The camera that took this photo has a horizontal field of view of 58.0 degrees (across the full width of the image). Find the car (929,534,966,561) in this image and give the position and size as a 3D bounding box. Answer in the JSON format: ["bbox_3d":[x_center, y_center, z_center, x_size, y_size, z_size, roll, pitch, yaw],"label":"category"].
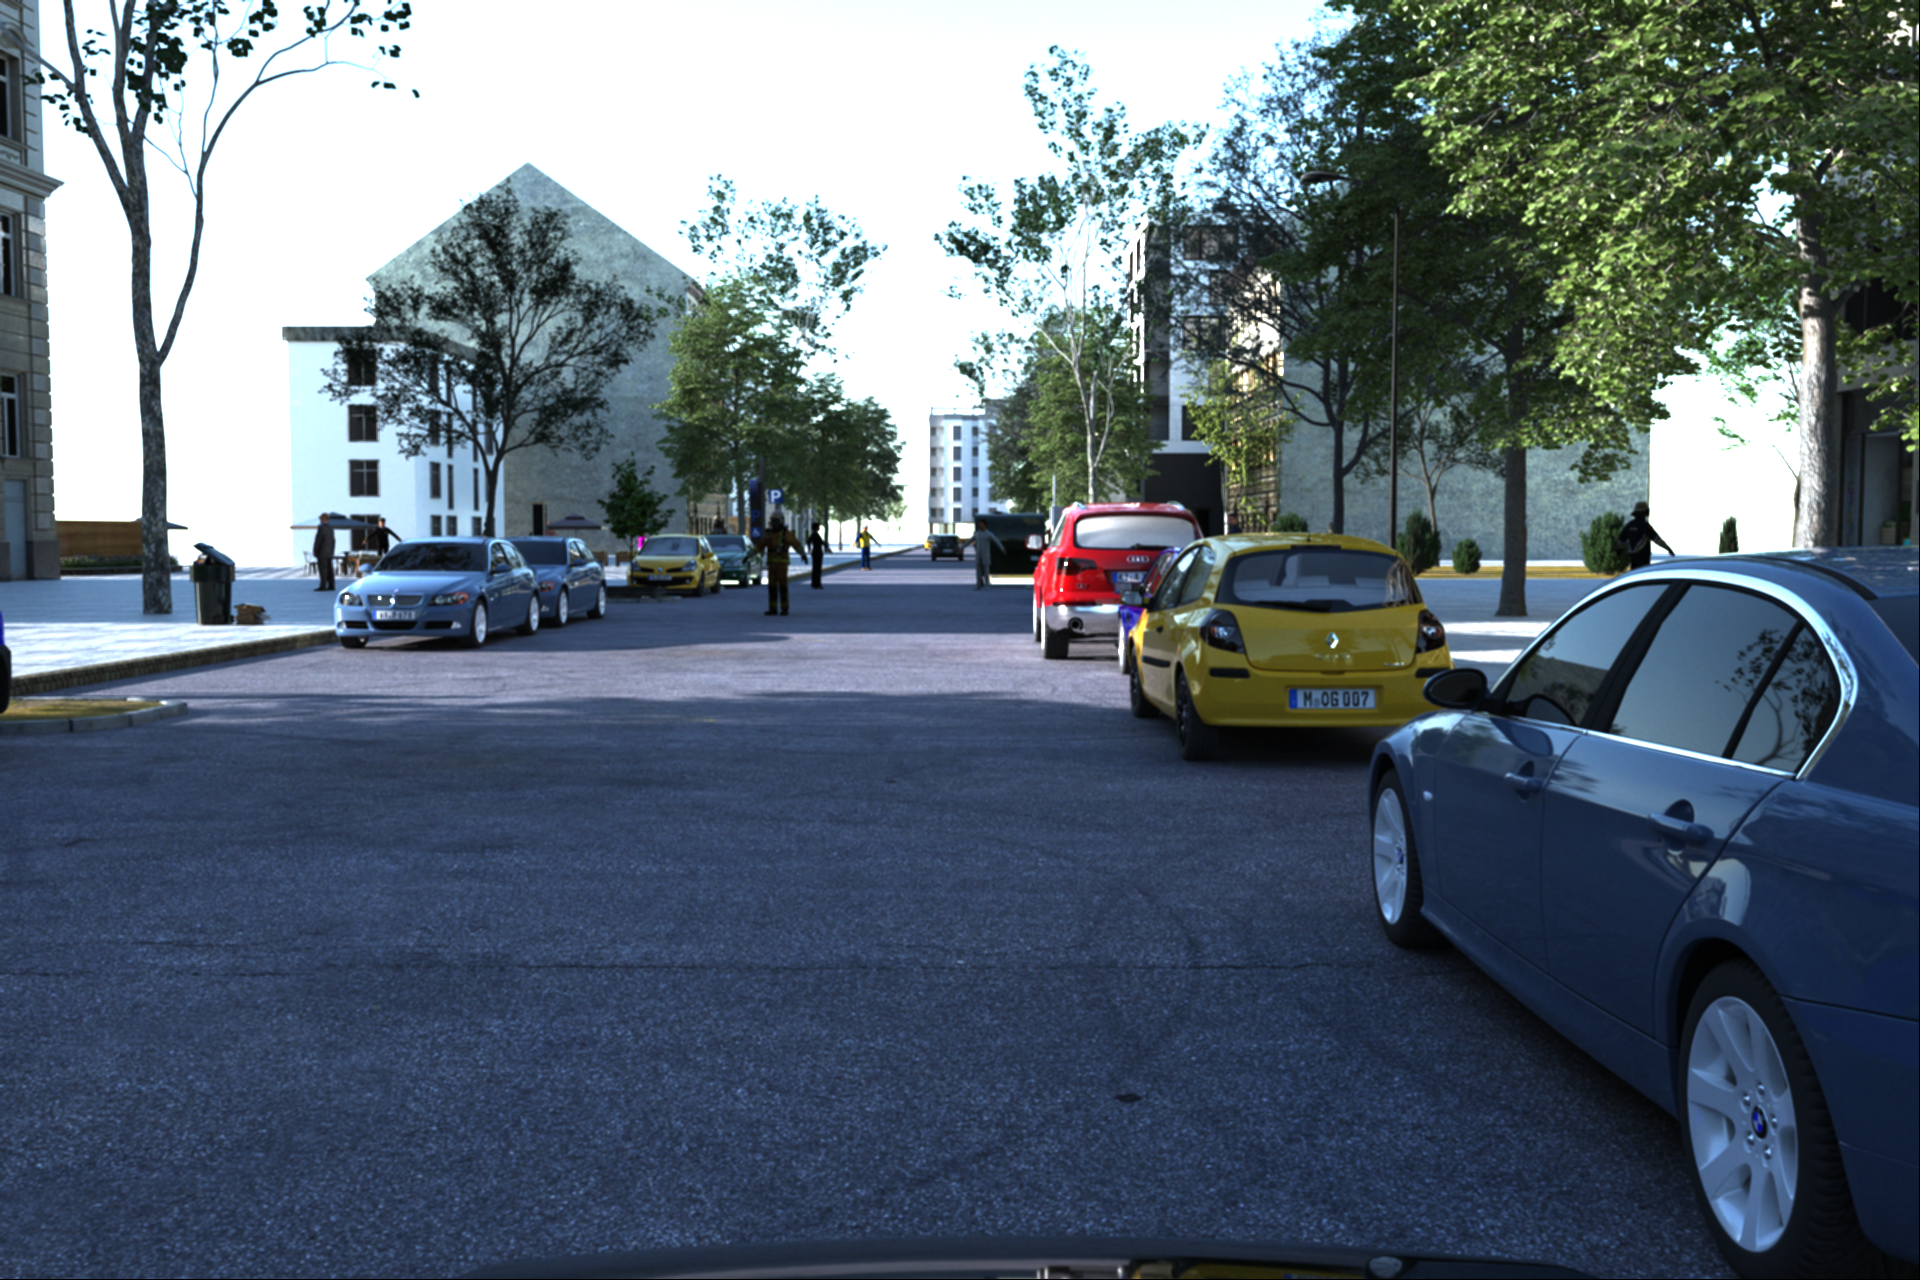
[{"bbox_3d":[-0.685,-5.102,93.199,2.009,1.686,4.222,0,4,-1],"label":"car"}]

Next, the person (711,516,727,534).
[{"bbox_3d":[-7.621,-2.973,54.383,0.705,1.856,1.354,-2,4,-35],"label":"person"}]

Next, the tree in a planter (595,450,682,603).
[{"bbox_3d":[-7.003,-2.424,36.847,1.991,3.239,1.994,0,4,0],"label":"tree in a planter"}]

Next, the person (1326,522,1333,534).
[{"bbox_3d":[16.214,-4.244,75.523,0.705,1.813,1.348,-1,4,-14],"label":"person"}]

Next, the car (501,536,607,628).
[{"bbox_3d":[-6.928,-0.983,28.070,2.014,1.417,4.499,0,4,1],"label":"car"}]

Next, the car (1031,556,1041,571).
[{"bbox_3d":[2.513,-1.521,37.455,1.945,1.354,3.894,0,4,1],"label":"car"}]

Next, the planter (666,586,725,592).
[{"bbox_3d":[-7.032,-1.395,43.955,1.991,0.319,1.994,0,4,1],"label":"planter"}]

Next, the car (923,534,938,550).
[{"bbox_3d":[-2.225,-8.802,154.141,2.015,1.641,3.980,0,4,1],"label":"car"}]

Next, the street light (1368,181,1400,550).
[{"bbox_3d":[6.154,-3.047,22.356,1.470,5.913,1.316,0,4,0],"label":"street light"}]

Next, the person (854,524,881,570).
[{"bbox_3d":[-3.766,-3.734,69.484,1.349,1.833,0.705,-3,5,-40],"label":"person"}]

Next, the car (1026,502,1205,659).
[{"bbox_3d":[1.968,-0.777,21.371,2.281,1.827,5.304,0,4,1],"label":"car"}]

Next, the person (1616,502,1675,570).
[{"bbox_3d":[11.865,-1.485,30.155,0.704,1.845,1.351,-1,4,-21],"label":"person"}]

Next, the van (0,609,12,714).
[{"bbox_3d":[-6.967,-0.268,8.766,2.240,2.365,5.245,0,3,0],"label":"van"}]

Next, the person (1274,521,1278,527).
[{"bbox_3d":[13.777,-4.259,75.493,0.705,1.847,1.347,3,4,36],"label":"person"}]

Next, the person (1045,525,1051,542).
[{"bbox_3d":[4.248,-4.508,79.842,1.346,1.812,0.704,1,4,17],"label":"person"}]

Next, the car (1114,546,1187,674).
[{"bbox_3d":[2.488,-0.243,16.549,1.945,1.354,3.894,0,4,0],"label":"car"}]

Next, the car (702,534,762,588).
[{"bbox_3d":[-6.537,-2.193,47.648,2.131,1.459,4.920,0,4,0],"label":"car"}]

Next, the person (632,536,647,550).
[{"bbox_3d":[-12.319,-3.521,66.835,0.991,1.433,0.599,3,4,37],"label":"person"}]

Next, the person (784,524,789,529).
[{"bbox_3d":[-8.445,-4.704,83.378,0.721,1.772,1.216,0,4,-5],"label":"person"}]

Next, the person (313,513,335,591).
[{"bbox_3d":[-14.399,-1.991,39.141,0.434,1.755,0.990,1,4,8],"label":"person"}]

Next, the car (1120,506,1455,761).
[{"bbox_3d":[2.215,-0.132,12.390,2.015,1.641,3.980,0,4,-1],"label":"car"}]

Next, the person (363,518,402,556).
[{"bbox_3d":[-19.914,-3.293,59.777,1.347,1.837,0.705,-1,4,-22],"label":"person"}]

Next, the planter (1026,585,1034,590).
[{"bbox_3d":[2.714,-1.454,44.905,1.991,0.319,1.994,0,3,0],"label":"planter"}]

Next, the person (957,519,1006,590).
[{"bbox_3d":[0.569,-2.184,44.354,1.347,1.806,0.705,1,4,22],"label":"person"}]

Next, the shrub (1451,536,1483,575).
[{"bbox_3d":[16.058,-2.676,54.869,1.383,1.207,1.383,0,3,0],"label":"shrub"}]

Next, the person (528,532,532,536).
[{"bbox_3d":[-17.919,-4.128,73.713,1.346,1.802,0.704,-2,4,-28],"label":"person"}]

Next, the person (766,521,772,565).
[{"bbox_3d":[-7.769,-3.973,71.138,1.347,1.806,0.705,0,4,-8],"label":"person"}]

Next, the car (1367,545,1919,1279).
[{"bbox_3d":[2.351,0.456,4.543,2.014,1.417,4.499,0,4,0],"label":"car"}]

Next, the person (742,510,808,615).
[{"bbox_3d":[-3.225,-1.366,30.565,1.354,1.858,0.705,2,4,28],"label":"person"}]

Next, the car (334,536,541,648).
[{"bbox_3d":[-6.879,-0.687,23.243,2.014,1.417,4.499,0,3,0],"label":"car"}]

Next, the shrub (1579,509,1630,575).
[{"bbox_3d":[20.176,-3.050,53.906,1.661,2.075,1.752,0,3,0],"label":"shrub"}]

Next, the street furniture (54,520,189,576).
[{"bbox_3d":[-29.779,-2.992,55.768,11.010,1.723,9.812,0,4,5],"label":"street furniture"}]

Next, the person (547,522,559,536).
[{"bbox_3d":[-14.917,-3.451,63.228,0.721,1.733,1.217,3,5,41],"label":"person"}]

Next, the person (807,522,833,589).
[{"bbox_3d":[-3.669,-2.203,45.203,0.721,1.740,1.216,-2,4,-33],"label":"person"}]

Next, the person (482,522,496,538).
[{"bbox_3d":[-20.124,-4.152,74.027,0.704,1.843,1.345,1,4,13],"label":"person"}]

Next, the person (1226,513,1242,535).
[{"bbox_3d":[5.718,-1.788,36.190,0.530,1.710,0.541,0,4,1],"label":"person"}]

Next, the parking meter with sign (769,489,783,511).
[{"bbox_3d":[-7.179,-4.413,68.418,0.543,3.016,1.738,0,4,0],"label":"parking meter with sign"}]

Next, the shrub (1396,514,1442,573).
[{"bbox_3d":[15.234,-3.263,57.764,1.690,2.028,1.600,0,3,0],"label":"shrub"}]

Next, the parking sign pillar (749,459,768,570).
[{"bbox_3d":[-7.187,-4.472,61.589,1.447,3.967,1.447,0,4,-1],"label":"parking sign pillar"}]

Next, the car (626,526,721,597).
[{"bbox_3d":[-6.705,-1.866,40.739,2.015,1.641,3.980,0,4,1],"label":"car"}]

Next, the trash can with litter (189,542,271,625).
[{"bbox_3d":[-10.344,-0.807,24.583,1.055,1.170,0.624,0,4,0],"label":"trash can with litter"}]

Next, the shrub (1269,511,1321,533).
[{"bbox_3d":[9.950,-2.911,52.019,1.690,2.028,1.600,0,3,0],"label":"shrub"}]
